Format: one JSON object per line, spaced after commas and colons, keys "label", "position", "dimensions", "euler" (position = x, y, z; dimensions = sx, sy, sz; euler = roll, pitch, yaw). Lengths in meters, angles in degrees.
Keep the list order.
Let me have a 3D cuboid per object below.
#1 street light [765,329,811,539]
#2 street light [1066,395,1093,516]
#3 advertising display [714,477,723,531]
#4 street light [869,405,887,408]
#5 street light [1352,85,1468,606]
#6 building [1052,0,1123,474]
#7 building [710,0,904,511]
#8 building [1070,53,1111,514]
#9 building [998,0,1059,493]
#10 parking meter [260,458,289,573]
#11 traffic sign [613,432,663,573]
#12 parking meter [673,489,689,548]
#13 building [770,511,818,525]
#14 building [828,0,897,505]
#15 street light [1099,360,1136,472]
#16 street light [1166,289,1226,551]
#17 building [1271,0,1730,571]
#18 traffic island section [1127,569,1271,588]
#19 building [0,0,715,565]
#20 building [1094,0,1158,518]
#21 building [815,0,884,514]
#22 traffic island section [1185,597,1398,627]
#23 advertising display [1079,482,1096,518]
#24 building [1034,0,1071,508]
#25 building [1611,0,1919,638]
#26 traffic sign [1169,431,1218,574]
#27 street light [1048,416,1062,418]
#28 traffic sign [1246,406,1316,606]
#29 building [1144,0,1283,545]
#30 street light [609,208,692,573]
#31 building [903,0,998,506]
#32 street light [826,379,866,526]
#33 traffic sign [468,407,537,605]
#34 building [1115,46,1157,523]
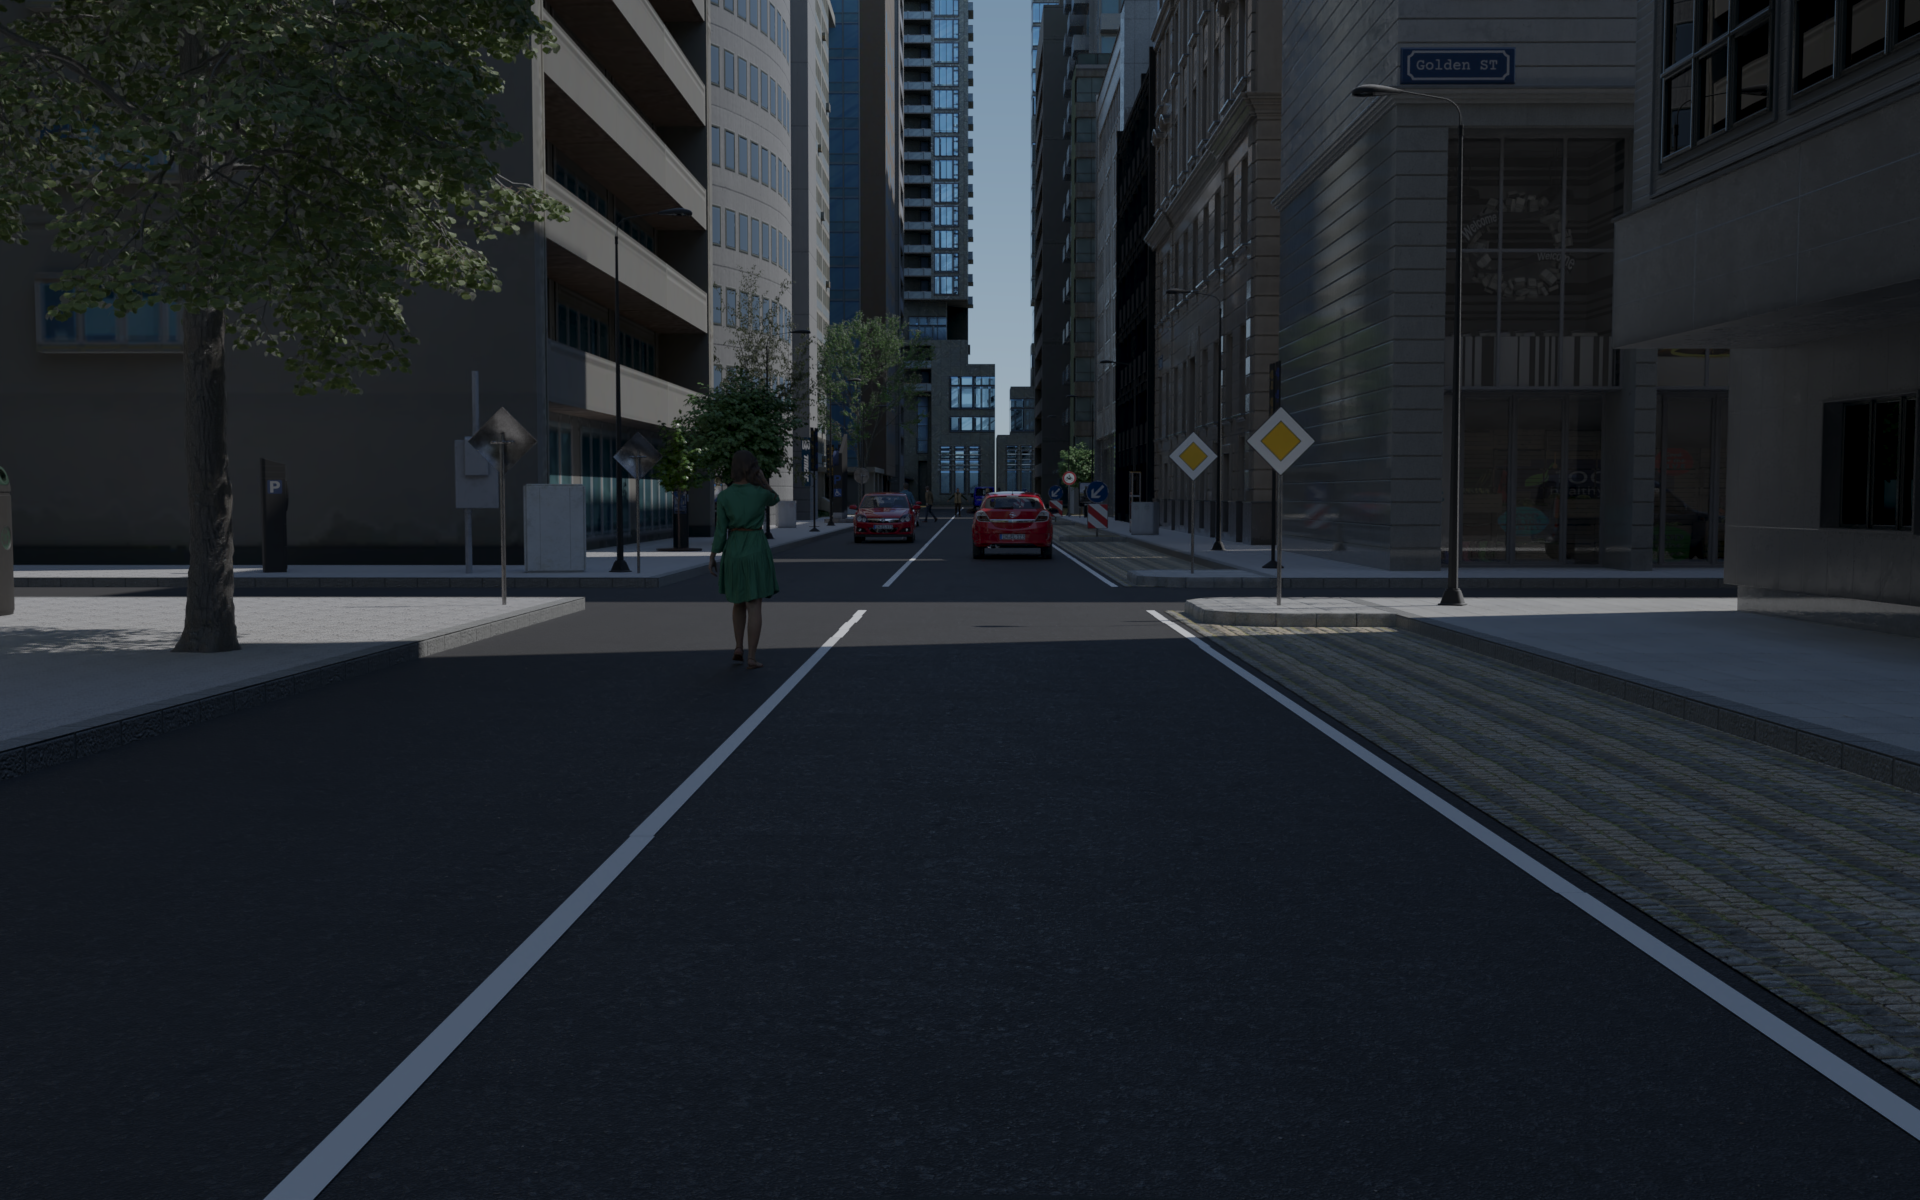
{"label": "street light", "position": [-4.910, -4.678, 49.019], "dimensions": [1.470, 5.913, 1.316], "euler": [0, 4, 1]}
{"label": "street light", "position": [5.674, -6.654, 81.340], "dimensions": [1.470, 5.913, 1.316], "euler": [0, 4, 1]}
{"label": "advertising display", "position": [-8.420, -3.273, 58.722], "dimensions": [0.123, 1.923, 0.974], "euler": [2, 4, 35]}
{"label": "street light", "position": [-4.512, -7.213, 90.473], "dimensions": [1.470, 5.913, 1.316], "euler": [0, 4, 1]}
{"label": "street light", "position": [5.145, -2.892, 19.824], "dimensions": [1.470, 5.913, 1.316], "euler": [0, 4, 1]}
{"label": "building", "position": [19.792, -31.815, 139.791], "dimensions": [23.786, 49.044, 30.456], "euler": [0, 4, 1]}
{"label": "building", "position": [-19.584, -38.211, 166.745], "dimensions": [28.212, 58.520, 21.231], "euler": [0, 4, 1]}
{"label": "building", "position": [14.417, -21.138, 117.313], "dimensions": [14.160, 30.474, 14.107], "euler": [0, 4, 1]}
{"label": "building", "position": [19.638, -54.036, 196.166], "dimensions": [31.000, 86.520, 22.319], "euler": [0, 4, 1]}
{"label": "parking meter", "position": [-11.209, -1.384, 28.342], "dimensions": [0.399, 1.863, 0.255], "euler": [-2, 4, -30]}
{"label": "traffic sign", "position": [-5.199, -1.488, 27.977], "dimensions": [0.795, 2.450, 0.064], "euler": [0, 4, 1]}
{"label": "parking meter", "position": [-6.654, -2.009, 41.265], "dimensions": [0.372, 1.533, 0.369], "euler": [0, 3, 0]}
{"label": "building", "position": [-17.885, -32.466, 72.824], "dimensions": [21.231, 58.520, 28.212], "euler": [0, 4, 1]}
{"label": "building", "position": [-13.105, -30.452, 148.002], "dimensions": [14.600, 45.320, 14.200], "euler": [0, 4, 1]}
{"label": "street light", "position": [5.528, -5.358, 60.146], "dimensions": [1.470, 5.913, 1.316], "euler": [0, 4, 1]}
{"label": "street light", "position": [5.347, -4.084, 39.310], "dimensions": [1.470, 5.913, 1.316], "euler": [0, 4, 1]}
{"label": "building", "position": [21.940, -15.640, 33.200], "dimensions": [29.804, 29.767, 11.434], "euler": [0, 4, 1]}
{"label": "traffic island section", "position": [3.769, -0.347, 27.950], "dimensions": [2.009, 0.180, 2.903], "euler": [0, 4, 1]}
{"label": "building", "position": [-18.126, -25.479, 40.284], "dimensions": [21.300, 48.544, 21.600], "euler": [0, 4, 1]}
{"label": "building", "position": [13.926, -16.819, 93.009], "dimensions": [12.078, 24.808, 19.932], "euler": [0, 4, 1]}
{"label": "building", "position": [-21.471, -25.879, 115.000], "dimensions": [32.217, 40.220, 23.993], "euler": [0, 4, 1]}
{"label": "traffic island section", "position": [3.693, 0.142, 19.965], "dimensions": [2.009, 0.180, 2.903], "euler": [0, 4, 1]}
{"label": "advertising display", "position": [6.917, -5.437, 94.103], "dimensions": [0.974, 1.923, 0.123], "euler": [-1, 4, -16]}
{"label": "building", "position": [18.207, -33.203, 166.575], "dimensions": [21.300, 48.544, 21.600], "euler": [0, 4, 1]}
{"label": "building", "position": [13.749, -11.275, 3.415], "dimensions": [14.314, 24.678, 30.058], "euler": [0, 4, 1]}
{"label": "traffic sign", "position": [3.745, -1.482, 27.873], "dimensions": [0.795, 2.450, 0.064], "euler": [0, 4, 1]}
{"label": "street light", "position": [5.897, -7.949, 102.500], "dimensions": [1.470, 5.913, 1.316], "euler": [0, 4, 1]}
{"label": "traffic sign", "position": [3.670, -0.994, 19.888], "dimensions": [0.795, 2.450, 0.064], "euler": [0, 4, 1]}
{"label": "building", "position": [13.051, -15.743, 54.658], "dimensions": [12.463, 27.353, 25.104], "euler": [0, 4, 1]}
{"label": "street light", "position": [-5.045, -3.410, 28.296], "dimensions": [1.470, 5.913, 1.316], "euler": [0, 4, 1]}
{"label": "building", "position": [-11.558, -54.089, 197.029], "dimensions": [31.000, 86.520, 22.319], "euler": [0, 4, 1]}
{"label": "street light", "position": [-4.668, -5.945, 69.742], "dimensions": [1.470, 5.913, 1.316], "euler": [0, 4, 1]}
{"label": "traffic sign", "position": [-5.274, -1.000, 19.992], "dimensions": [0.795, 2.450, 0.064], "euler": [0, 4, 1]}
{"label": "building", "position": [13.565, -15.017, 75.205], "dimensions": [12.332, 23.373, 15.834], "euler": [0, 4, 1]}
